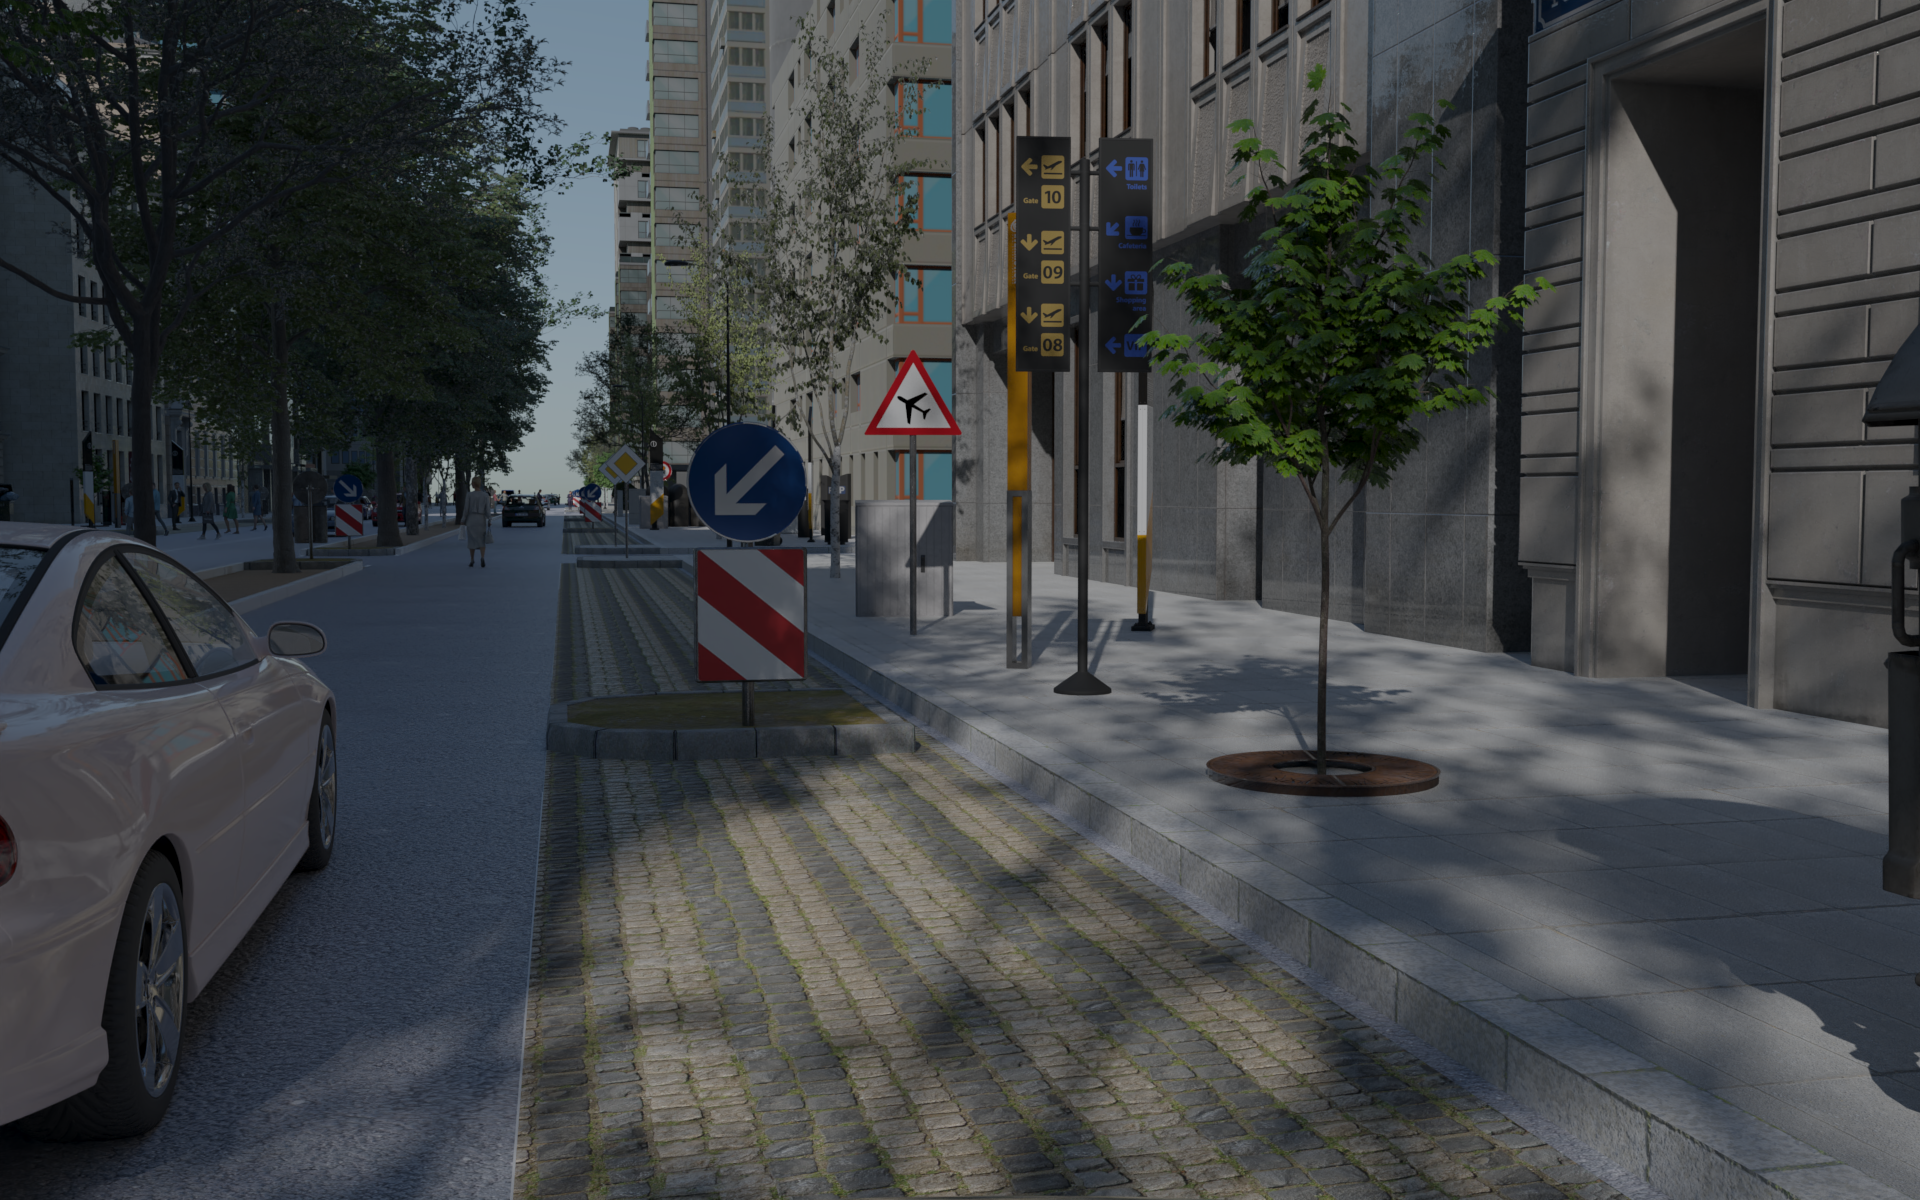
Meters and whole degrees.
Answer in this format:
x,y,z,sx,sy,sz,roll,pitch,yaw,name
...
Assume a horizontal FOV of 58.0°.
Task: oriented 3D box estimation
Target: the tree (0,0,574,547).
x,y,z,sx,sy,sz,roll,pitch,yaw,name
-10.001,-6.610,20.897,12.009,13.543,11.850,0,3,0,tree

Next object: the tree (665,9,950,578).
x,y,z,sx,sy,sz,roll,pitch,yaw,name
-2.063,-4.656,26.484,4.360,8.622,3.978,0,3,0,tree

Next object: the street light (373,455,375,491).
x,y,z,sx,sy,sz,roll,pitch,yaw,name
-52.109,-11.195,155.585,1.470,5.913,1.316,-1,4,-13,street light

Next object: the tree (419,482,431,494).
x,y,z,sx,sy,sz,roll,pitch,yaw,name
-67.540,-13.737,219.196,1.663,3.219,1.824,0,3,0,tree

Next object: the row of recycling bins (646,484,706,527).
x,y,z,sx,sy,sz,roll,pitch,yaw,name
-10.691,-3.740,68.268,3.534,1.692,1.069,-3,4,-38,row of recycling bins

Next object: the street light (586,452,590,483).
x,y,z,sx,sy,sz,roll,pitch,yaw,name
-30.877,-10.718,147.783,1.470,5.913,1.316,-1,4,-13,street light

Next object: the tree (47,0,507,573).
x,y,z,sx,sy,sz,roll,pitch,yaw,name
-12.012,-6.726,30.550,7.486,12.596,7.792,0,3,0,tree

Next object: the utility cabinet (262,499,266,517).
x,y,z,sx,sy,sz,roll,pitch,yaw,name
-39.297,-5.421,97.314,0.318,1.500,1.173,-2,4,-35,utility cabinet

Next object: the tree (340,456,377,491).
x,y,z,sx,sy,sz,roll,pitch,yaw,name
-52.371,-10.225,150.891,4.285,4.588,4.351,0,3,0,tree

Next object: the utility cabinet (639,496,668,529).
x,y,z,sx,sy,sz,roll,pitch,yaw,name
-11.352,-3.242,64.169,1.020,1.237,0.306,-1,4,-22,utility cabinet

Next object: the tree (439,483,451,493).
x,y,z,sx,sy,sz,roll,pitch,yaw,name
-75.297,-15.827,253.364,1.663,3.219,1.824,0,3,0,tree

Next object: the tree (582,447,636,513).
x,y,z,sx,sy,sz,roll,pitch,yaw,name
-23.884,-8.313,119.637,4.285,4.588,4.351,0,3,0,tree

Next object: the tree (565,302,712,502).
x,y,z,sx,sy,sz,roll,pitch,yaw,name
-15.576,-9.195,84.749,7.601,10.594,8.767,0,4,-7,tree

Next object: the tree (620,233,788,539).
x,y,z,sx,sy,sz,roll,pitch,yaw,name
-6.820,-6.020,48.783,4.737,8.622,4.395,0,3,0,tree

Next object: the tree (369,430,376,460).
x,y,z,sx,sy,sz,roll,pitch,yaw,name
-55.885,-13.403,169.503,4.737,8.622,4.395,0,3,0,tree

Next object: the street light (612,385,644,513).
x,y,z,sx,sy,sz,roll,pitch,yaw,name
-14.053,-6.189,73.725,1.470,5.913,1.316,-1,4,-13,street light

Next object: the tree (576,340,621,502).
x,y,z,sx,sy,sz,roll,pitch,yaw,name
-14.362,-7.798,77.858,4.737,8.622,4.395,0,3,0,tree

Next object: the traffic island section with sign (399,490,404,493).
x,y,z,sx,sy,sz,roll,pitch,yaw,name
-52.264,-9.412,162.510,1.989,1.847,2.006,-1,4,-13,traffic island section with sign

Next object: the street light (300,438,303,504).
x,y,z,sx,sy,sz,roll,pitch,yaw,name
-42.594,-8.620,113.477,1.470,5.913,1.316,-1,4,-13,street light

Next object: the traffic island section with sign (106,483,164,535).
x,y,z,sx,sy,sz,roll,pitch,yaw,name
-29.071,-3.181,60.642,1.989,1.847,2.006,-1,4,-13,traffic island section with sign

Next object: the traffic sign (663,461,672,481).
x,y,z,sx,sy,sz,roll,pitch,yaw,name
-11.374,-4.036,66.093,0.768,2.556,0.104,0,4,-7,traffic sign

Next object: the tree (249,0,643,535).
x,y,z,sx,sy,sz,roll,pitch,yaw,name
-17.569,-12.258,58.761,12.611,20.169,13.585,0,3,0,tree

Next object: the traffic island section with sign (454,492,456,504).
x,y,z,sx,sy,sz,roll,pitch,yaw,name
-70.299,-14.255,241.697,1.989,1.847,2.006,-1,4,-13,traffic island section with sign

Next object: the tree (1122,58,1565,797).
x,y,z,sx,sy,sz,roll,pitch,yaw,name
1.614,-0.812,7.875,1.663,3.219,1.824,0,3,0,tree

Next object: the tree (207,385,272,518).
x,y,z,sx,sy,sz,roll,pitch,yaw,name
-38.441,-8.736,93.197,4.737,8.622,4.395,0,3,0,tree

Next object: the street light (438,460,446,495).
x,y,z,sx,sy,sz,roll,pitch,yaw,name
-70.444,-16.104,235.842,1.470,5.913,1.316,-1,4,-13,street light

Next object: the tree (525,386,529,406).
x,y,z,sx,sy,sz,roll,pitch,yaw,name
-26.778,-10.128,93.802,9.928,11.665,9.643,0,3,0,tree

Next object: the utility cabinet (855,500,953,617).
x,y,z,sx,sy,sz,roll,pitch,yaw,name
-0.590,-0.433,18.235,1.020,1.237,0.306,0,4,-5,utility cabinet

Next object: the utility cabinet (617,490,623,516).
x,y,z,sx,sy,sz,roll,pitch,yaw,name
-19.314,-5.488,98.403,0.318,1.500,1.173,-1,4,-13,utility cabinet

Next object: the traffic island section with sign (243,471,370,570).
x,y,z,sx,sy,sz,roll,pitch,yaw,name
-12.663,-1.553,33.525,2.006,1.907,1.989,-1,4,-13,traffic island section with sign

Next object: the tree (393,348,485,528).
x,y,z,sx,sy,sz,roll,pitch,yaw,name
-21.746,-7.330,72.671,4.737,8.622,4.395,0,3,0,tree

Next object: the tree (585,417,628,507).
x,y,z,sx,sy,sz,roll,pitch,yaw,name
-31.098,-12.345,152.203,4.360,8.622,3.978,0,3,0,tree

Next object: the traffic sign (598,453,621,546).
x,y,z,sx,sy,sz,roll,pitch,yaw,name
-8.435,-2.367,42.349,0.795,2.450,0.064,-1,4,-13,traffic sign

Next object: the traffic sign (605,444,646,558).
x,y,z,sx,sy,sz,roll,pitch,yaw,name
-6.663,-1.891,34.563,0.795,2.450,0.064,-1,4,-13,traffic sign

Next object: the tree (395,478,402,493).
x,y,z,sx,sy,sz,roll,pitch,yaw,name
-57.111,-10.966,173.889,1.663,3.219,1.824,0,3,0,tree

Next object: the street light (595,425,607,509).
x,y,z,sx,sy,sz,roll,pitch,yaw,name
-23.591,-8.743,115.492,1.470,5.913,1.316,-1,4,-13,street light

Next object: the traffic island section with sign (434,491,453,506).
x,y,z,sx,sy,sz,roll,pitch,yaw,name
-64.288,-12.641,215.311,1.989,1.847,2.006,-1,4,-13,traffic island section with sign

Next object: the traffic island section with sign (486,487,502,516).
x,y,z,sx,sy,sz,roll,pitch,yaw,name
-30.987,-6.476,114.019,2.006,1.907,1.989,-1,4,-13,traffic island section with sign

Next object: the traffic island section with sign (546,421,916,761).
x,y,z,sx,sy,sz,roll,pitch,yaw,name
-1.432,-0.098,10.234,1.989,1.847,2.006,-1,4,-13,traffic island section with sign

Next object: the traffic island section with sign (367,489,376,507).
x,y,z,sx,sy,sz,roll,pitch,yaw,name
-46.276,-7.804,136.226,1.989,1.847,2.006,-1,4,-13,traffic island section with sign

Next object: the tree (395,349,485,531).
x,y,z,sx,sy,sz,roll,pitch,yaw,name
-20.774,-6.994,67.174,4.360,8.622,3.978,0,3,0,tree

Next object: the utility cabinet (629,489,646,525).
x,y,z,sx,sy,sz,roll,pitch,yaw,name
-13.139,-3.869,71.931,1.173,1.500,0.318,0,4,0,utility cabinet

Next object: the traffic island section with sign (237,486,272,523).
x,y,z,sx,sy,sz,roll,pitch,yaw,name
-35.062,-4.789,86.926,1.989,1.847,2.006,-1,4,-13,traffic island section with sign

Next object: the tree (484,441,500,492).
x,y,z,sx,sy,sz,roll,pitch,yaw,name
-24.784,-8.203,86.931,4.360,8.622,3.978,0,3,0,tree

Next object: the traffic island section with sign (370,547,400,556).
x,y,z,sx,sy,sz,roll,pitch,yaw,name
-14.298,-1.995,40.751,2.006,1.907,1.989,-1,4,-13,traffic island section with sign

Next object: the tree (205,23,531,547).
x,y,z,sx,sy,sz,roll,pitch,yaw,name
-15.472,-8.406,46.543,9.857,13.997,8.962,0,3,0,tree

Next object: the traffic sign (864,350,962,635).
x,y,z,sx,sy,sz,roll,pitch,yaw,name
-0.427,-0.962,15.727,0.884,2.594,0.081,0,4,-8,traffic sign

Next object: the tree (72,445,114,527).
x,y,z,sx,sy,sz,roll,pitch,yaw,name
-33.862,-4.489,67.991,1.663,3.219,1.824,0,3,0,tree

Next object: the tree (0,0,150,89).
x,y,z,sx,sy,sz,roll,pitch,yaw,name
-7.747,-5.011,10.137,9.928,11.665,9.643,0,3,0,tree
